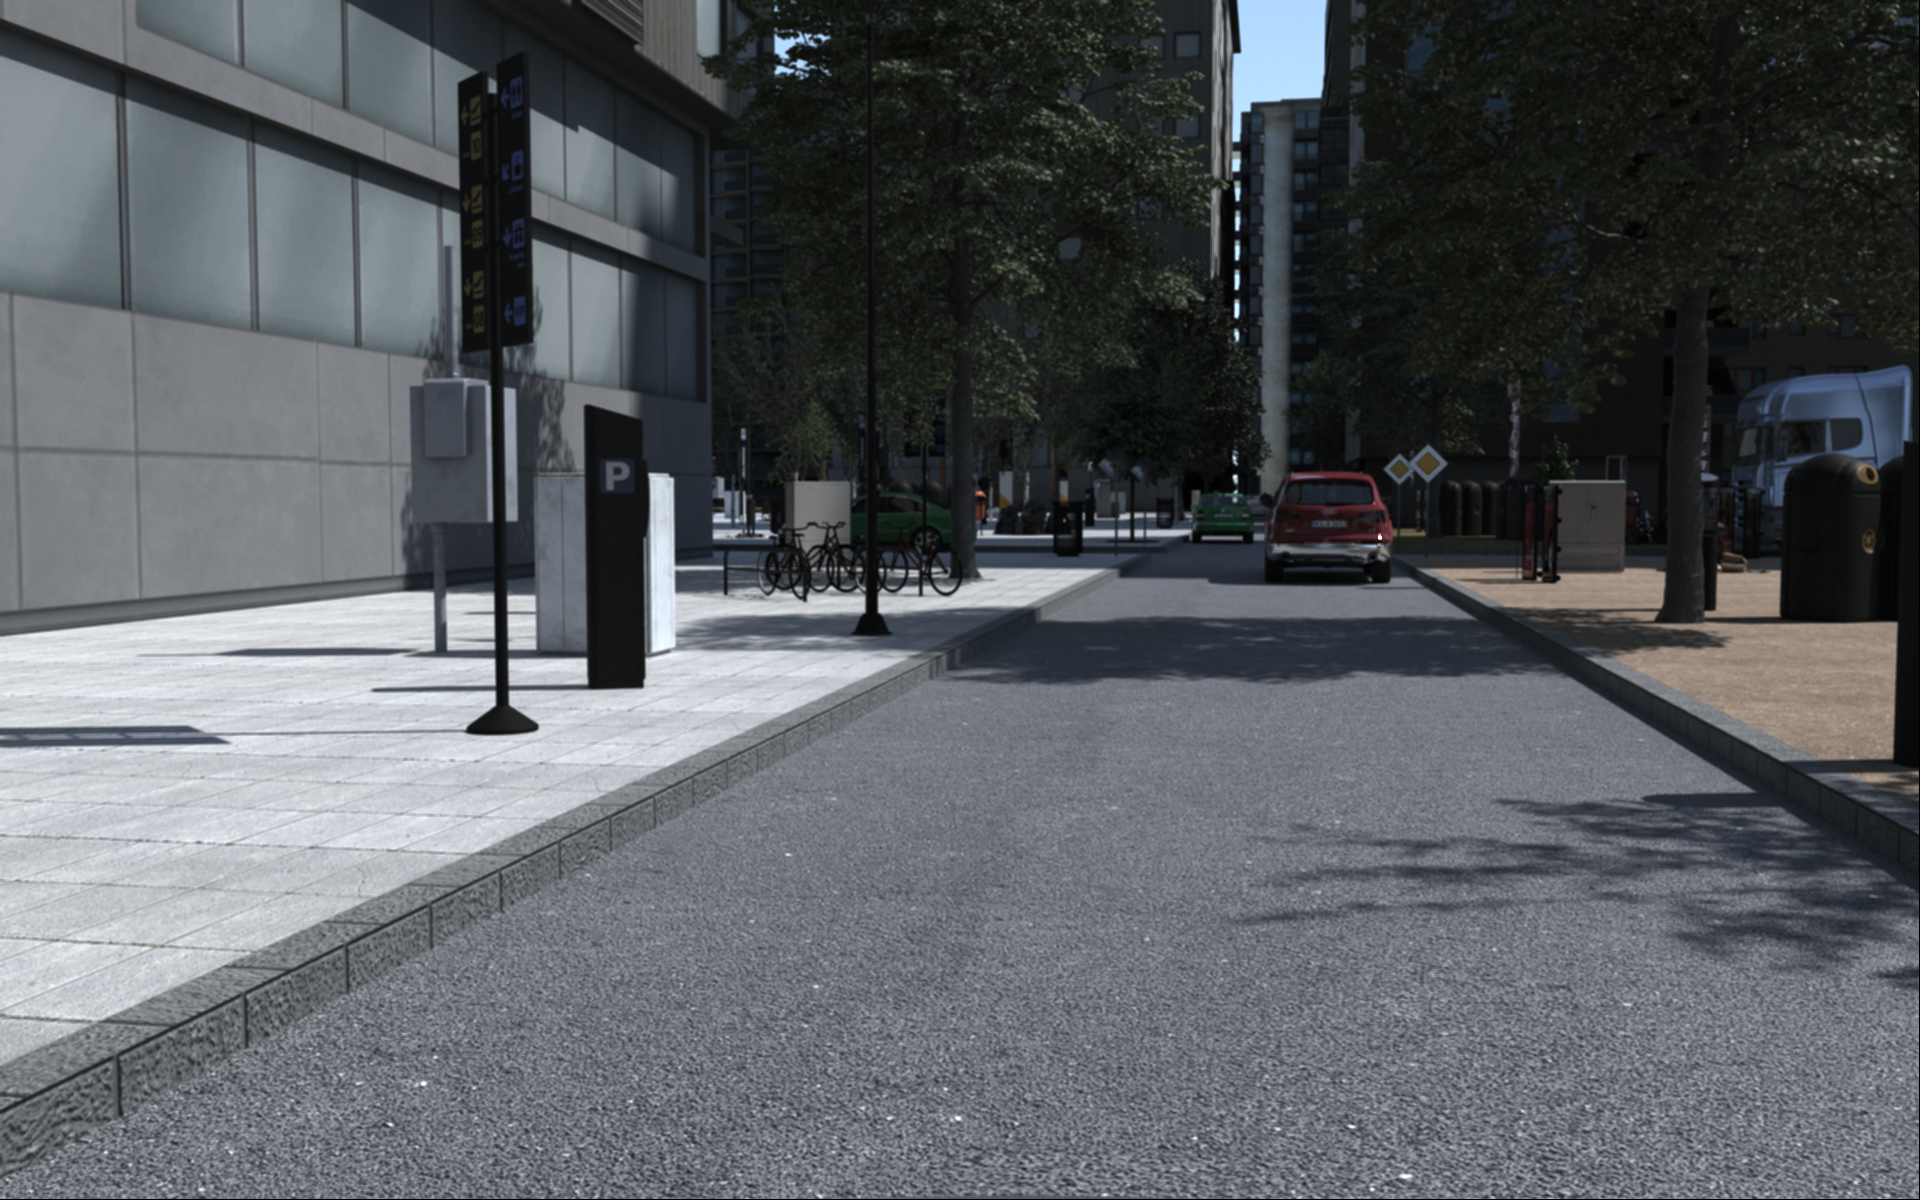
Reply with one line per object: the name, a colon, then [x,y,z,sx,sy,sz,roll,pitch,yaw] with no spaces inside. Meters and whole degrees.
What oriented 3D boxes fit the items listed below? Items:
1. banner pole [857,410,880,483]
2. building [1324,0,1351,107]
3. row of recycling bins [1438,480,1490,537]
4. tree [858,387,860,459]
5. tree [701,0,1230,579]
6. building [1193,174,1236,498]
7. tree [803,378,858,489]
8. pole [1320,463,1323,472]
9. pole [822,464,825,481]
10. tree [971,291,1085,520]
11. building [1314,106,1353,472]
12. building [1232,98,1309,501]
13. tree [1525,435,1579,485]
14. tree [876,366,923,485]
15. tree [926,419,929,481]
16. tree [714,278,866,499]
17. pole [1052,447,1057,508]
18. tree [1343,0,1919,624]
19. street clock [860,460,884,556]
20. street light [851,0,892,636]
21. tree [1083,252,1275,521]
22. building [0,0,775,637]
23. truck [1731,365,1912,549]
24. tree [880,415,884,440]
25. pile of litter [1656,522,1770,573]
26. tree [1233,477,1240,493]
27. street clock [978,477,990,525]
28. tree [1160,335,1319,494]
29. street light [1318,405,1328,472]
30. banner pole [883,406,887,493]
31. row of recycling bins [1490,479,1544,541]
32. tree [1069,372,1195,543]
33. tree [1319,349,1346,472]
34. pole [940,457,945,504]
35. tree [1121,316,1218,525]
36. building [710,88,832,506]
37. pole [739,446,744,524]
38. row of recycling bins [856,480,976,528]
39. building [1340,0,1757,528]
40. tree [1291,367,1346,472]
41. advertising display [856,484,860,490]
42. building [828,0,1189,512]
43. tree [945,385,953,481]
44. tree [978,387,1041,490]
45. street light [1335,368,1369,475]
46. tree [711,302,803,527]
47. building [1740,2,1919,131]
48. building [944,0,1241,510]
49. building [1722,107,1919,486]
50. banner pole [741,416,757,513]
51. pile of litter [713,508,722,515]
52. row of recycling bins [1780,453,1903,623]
banner pole: [-2.532,-3.423,45.989,0.401,3.779,0.863,1,4,22]
building: [42.027,-32.040,147.563,21.300,48.544,21.600,1,4,10]
row of recycling bins: [15.892,-2.828,53.345,3.534,1.692,1.069,-3,4,-37]
tree: [-8.427,-9.316,102.673,4.737,8.622,4.395,0,3,0]
tree: [0.064,-6.573,25.596,7.486,12.596,7.792,0,3,0]
building: [17.154,-23.390,154.121,14.160,30.474,14.107,1,4,10]
tree: [-8.783,-8.975,97.097,4.737,8.622,4.395,0,3,0]
pole: [23.905,-7.377,114.462,0.158,3.312,0.155,0,3,0]
pole: [-8.540,-7.012,108.485,0.158,3.312,0.155,0,3,0]
tree: [2.232,-6.620,58.605,4.360,8.622,3.978,0,3,0]
building: [34.132,-22.002,131.432,14.160,30.474,14.107,1,4,10]
building: [47.796,-36.008,208.336,30.456,49.044,23.786,1,4,10]
tree: [19.196,-3.768,56.202,1.663,3.219,1.824,0,3,0]
tree: [-4.579,-7.473,72.548,4.360,8.622,3.978,0,3,0]
tree: [-3.085,-8.783,93.963,4.360,8.622,3.978,0,3,0]
tree: [-5.777,-6.598,58.237,4.360,8.622,3.978,0,3,0]
pole: [4.121,-4.988,75.400,0.158,3.312,0.155,0,3,0]
tree: [7.635,-6.037,16.831,7.486,12.596,7.792,0,3,0]
street clock: [-1.814,-1.917,35.918,0.471,2.002,0.358,-1,4,-11]
street light: [-0.274,-2.630,15.535,1.470,5.913,1.316,1,4,10]
tree: [10.314,-10.122,82.496,9.611,12.733,9.660,0,3,0]
building: [-19.067,-26.656,25.060,27.495,52.752,28.713,1,4,10]
truck: [25.591,-2.848,36.318,18.799,4.110,2.967,1,4,9]
tree: [-7.011,-9.880,111.902,4.737,8.622,4.395,0,3,0]
pile of litter: [12.423,-0.890,28.512,1.719,0.858,1.176,2,4,30]
tree: [25.543,-10.344,163.718,1.663,3.219,1.824,0,3,0]
street clock: [1.005,-4.177,72.869,0.471,2.002,0.358,2,4,33]
tree: [15.969,-11.406,112.244,9.928,11.665,9.643,0,3,0]
street light: [19.190,-7.160,89.611,1.470,5.913,1.316,1,4,10]
banner pole: [-2.347,-3.609,49.020,0.863,3.779,0.401,0,4,2]
row of recycling bins: [15.891,-2.558,48.944,1.069,1.692,3.534,1,4,8]
tree: [4.699,-3.826,46.264,4.285,4.588,4.351,0,3,0]
tree: [26.376,-11.960,121.303,9.928,11.665,9.643,0,3,0]
pole: [-0.744,-4.941,74.629,0.158,3.312,0.155,0,3,0]
tree: [8.659,-7.369,70.849,4.737,8.622,4.395,0,3,0]
building: [-12.307,-32.669,188.754,28.867,44.769,22.147,1,4,10]
pole: [-9.252,-4.856,73.242,0.158,3.312,0.155,0,3,0]
row of recycling bins: [-1.289,-2.686,51.033,3.534,1.692,1.069,-1,4,-9]
building: [23.459,-25.757,71.245,14.600,45.320,14.200,1,4,10]
tree: [21.438,-9.102,99.177,4.360,8.622,3.978,0,3,0]
advertising display: [-6.463,-6.784,116.125,0.974,1.923,0.123,0,4,8]
building: [6.324,-33.269,133.188,28.713,52.752,27.495,1,4,10]
tree: [1.425,-8.249,85.232,4.360,8.622,3.978,0,3,0]
tree: [3.230,-10.228,117.595,4.737,8.622,4.395,0,3,0]
street light: [14.374,-5.556,63.382,1.470,5.913,1.316,1,4,10]
tree: [-8.760,-7.114,66.679,4.737,8.622,4.395,0,3,0]
building: [82.613,-33.685,170.356,30.456,49.044,23.786,1,4,10]
building: [14.808,-36.139,180.118,27.495,52.752,28.713,1,4,10]
building: [38.271,-15.549,99.267,27.650,21.520,28.899,1,4,10]
banner pole: [-6.844,-3.993,55.303,0.401,3.779,0.863,1,4,15]
pile of litter: [-16.775,-6.364,118.022,1.176,0.858,1.719,2,4,33]
row of recycling bins: [10.185,-0.647,17.698,3.534,1.692,1.069,0,4,-2]
